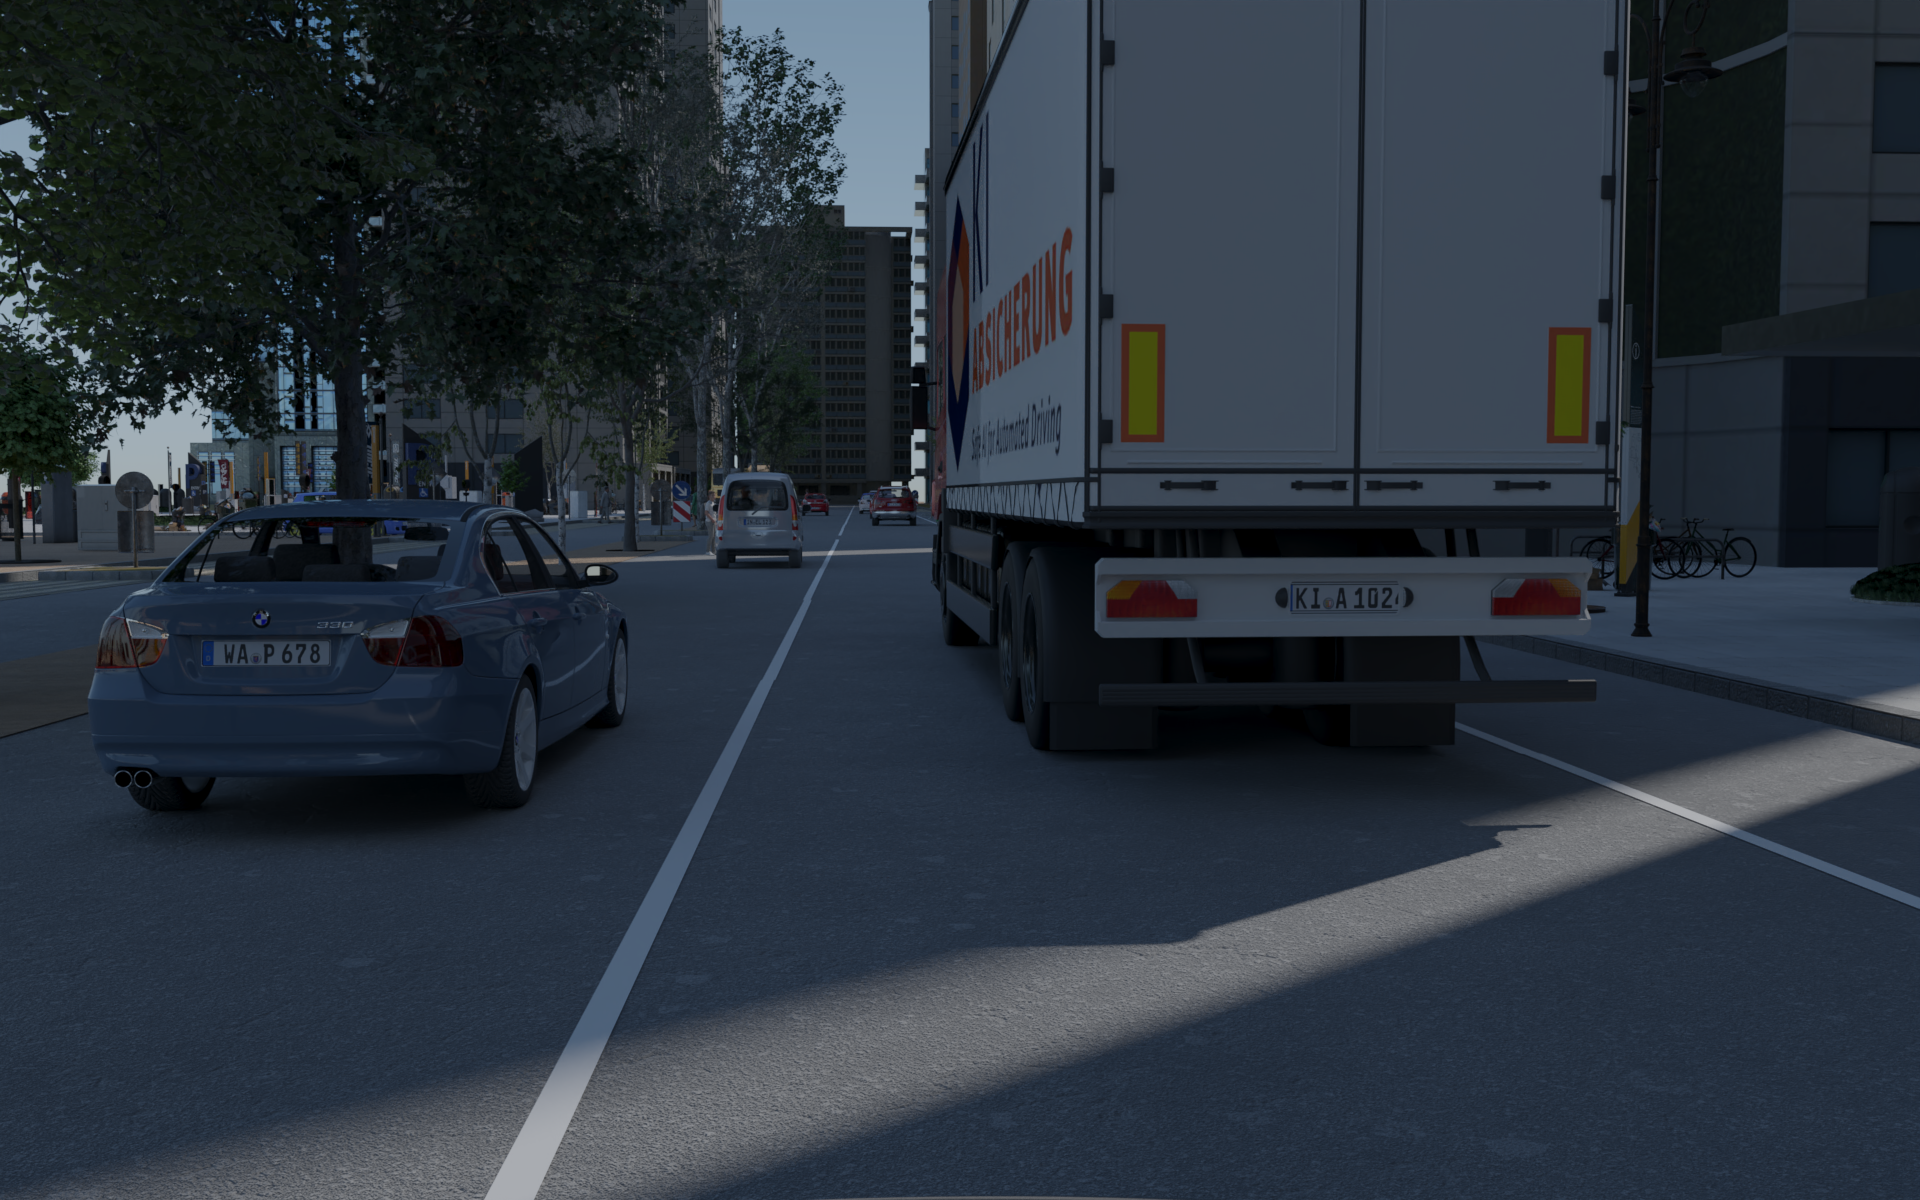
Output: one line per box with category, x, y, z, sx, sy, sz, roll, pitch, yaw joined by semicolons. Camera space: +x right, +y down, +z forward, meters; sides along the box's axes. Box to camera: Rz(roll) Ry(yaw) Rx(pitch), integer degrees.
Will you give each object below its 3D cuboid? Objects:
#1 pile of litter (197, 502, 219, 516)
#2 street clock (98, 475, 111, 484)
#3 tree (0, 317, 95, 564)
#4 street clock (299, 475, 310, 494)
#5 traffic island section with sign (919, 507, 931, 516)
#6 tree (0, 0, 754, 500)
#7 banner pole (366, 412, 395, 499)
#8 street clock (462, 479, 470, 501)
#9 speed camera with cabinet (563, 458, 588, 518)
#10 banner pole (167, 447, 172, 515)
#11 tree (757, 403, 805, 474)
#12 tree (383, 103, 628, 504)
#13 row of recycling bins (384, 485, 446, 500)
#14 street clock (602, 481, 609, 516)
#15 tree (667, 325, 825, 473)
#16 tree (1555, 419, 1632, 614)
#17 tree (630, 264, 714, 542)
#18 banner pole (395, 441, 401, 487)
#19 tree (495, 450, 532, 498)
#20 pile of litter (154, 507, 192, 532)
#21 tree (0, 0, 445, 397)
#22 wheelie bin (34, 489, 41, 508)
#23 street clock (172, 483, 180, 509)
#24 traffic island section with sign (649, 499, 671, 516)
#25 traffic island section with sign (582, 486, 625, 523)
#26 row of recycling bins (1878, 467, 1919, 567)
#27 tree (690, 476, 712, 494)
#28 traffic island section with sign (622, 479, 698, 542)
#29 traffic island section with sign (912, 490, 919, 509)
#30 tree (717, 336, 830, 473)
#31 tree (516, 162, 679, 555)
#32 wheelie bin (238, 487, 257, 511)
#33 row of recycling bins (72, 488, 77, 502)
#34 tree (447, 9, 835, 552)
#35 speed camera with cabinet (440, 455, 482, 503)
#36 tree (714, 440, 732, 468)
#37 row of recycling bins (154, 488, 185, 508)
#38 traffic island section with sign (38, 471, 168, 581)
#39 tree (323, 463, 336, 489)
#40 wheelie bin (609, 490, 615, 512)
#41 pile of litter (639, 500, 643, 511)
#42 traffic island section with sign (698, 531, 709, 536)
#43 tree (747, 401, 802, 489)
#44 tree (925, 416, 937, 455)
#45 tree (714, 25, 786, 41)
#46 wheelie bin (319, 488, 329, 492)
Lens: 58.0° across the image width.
pile of litter;-31.688;-3.611;73.004;1.719;0.858;1.176;2;4;33
street clock;-33.293;-3.844;67.426;0.358;2.002;0.471;1;4;9
tree;-17.548;-2.973;32.317;4.285;4.588;4.351;0;3;0
street clock;-24.310;-3.653;64.290;0.358;2.002;0.471;0;4;6
traffic island section with sign;-1.497;-6.430;113.762;1.989;1.847;2.006;0;4;-3
tree;-7.510;-6.220;21.163;9.611;12.733;9.660;0;3;0
banner pole;-17.753;-3.824;52.534;0.863;3.779;0.401;-3;5;-42
street clock;-24.269;-4.927;85.130;0.358;2.002;0.471;-3;5;-44
speed camera with cabinet;-20.646;-6.015;92.686;0.660;3.252;2.038;-3;4;-39
banner pole;-41.669;-6.199;91.377;0.401;3.779;0.863;-1;4;-10
tree;-12.604;-10.151;118.781;4.360;8.622;3.978;0;3;0
tree;-7.974;-4.666;29.114;4.360;8.622;3.978;0;3;0
row of recycling bins;-24.007;-4.230;76.280;3.534;1.692;1.069;2;4;30
street clock;-20.359;-5.786;99.166;0.358;2.002;0.471;2;4;32
tree;-11.150;-9.351;89.766;8.767;10.594;7.601;0;4;-3
tree;6.677;-1.493;19.008;1.663;3.219;1.824;0;3;0
tree;-9.541;-6.001;50.937;4.360;8.622;3.978;0;3;0
banner pole;-23.429;-4.996;71.703;0.863;3.779;0.401;3;4;36
tree;-19.842;-5.031;76.857;1.663;3.219;1.824;0;3;0
pile of litter;-27.079;-2.785;59.492;1.176;0.858;1.719;-2;4;-32
tree;-7.122;-5.584;11.890;7.486;12.596;7.792;0;3;0
wheelie bin;-61.208;-6.553;115.056;0.693;1.594;0.980;2;4;27
street clock;-53.432;-6.939;118.016;0.471;2.002;0.358;-3;5;-45
traffic island section with sign;-19.023;-6.333;112.175;1.989;1.847;2.006;0;4;-3
traffic island section with sign;-17.455;-4.686;85.245;1.989;1.847;2.006;0;4;-3
row of recycling bins;15.305;-1.221;27.083;1.069;1.692;3.534;3;5;43
tree;-24.466;-10.214;161.606;1.663;3.219;1.824;0;3;0
traffic island section with sign;-9.210;-2.739;52.925;2.006;1.907;1.989;0;4;-3
traffic island section with sign;-4.371;-9.467;163.405;1.989;1.847;2.006;0;4;-3
tree;-12.107;-11.209;111.476;9.928;11.665;9.643;0;3;0
tree;-7.928;-4.982;34.276;4.737;8.622;4.395;0;3;0
wheelie bin;-32.712;-4.381;79.531;0.980;1.594;0.693;3;5;39
row of recycling bins;-54.085;-6.161;107.840;3.534;1.692;1.069;0;4;1
tree;-8.174;-7.936;42.584;12.009;13.543;11.850;0;3;0
speed camera with cabinet;-25.373;-5.732;88.056;2.038;3.252;0.660;0;4;8
tree;-26.472;-14.465;186.868;4.360;8.622;3.978;0;3;0
row of recycling bins;-55.762;-7.069;122.693;3.534;1.692;1.069;-3;5;-40
traffic island section with sign;-14.241;-1.275;29.478;1.989;1.847;2.006;0;4;-3
tree;-32.835;-5.921;91.404;1.663;3.219;1.824;0;3;0
wheelie bin;-25.058;-7.077;123.612;0.980;1.594;0.693;0;4;7
pile of litter;-24.371;-7.111;130.226;1.176;0.858;1.719;-1;4;-13
traffic island section with sign;-9.627;-3.192;60.320;2.006;1.907;1.989;0;4;-3
tree;-13.253;-10.452;123.704;4.737;8.622;4.395;0;3;0
tree;-0.715;-11.664;141.076;4.737;8.622;4.395;0;3;0
tree;-11.087;-12.713;66.203;12.611;20.169;13.585;0;3;0
wheelie bin;-32.733;-4.961;89.023;0.693;1.594;0.980;-3;4;-37
